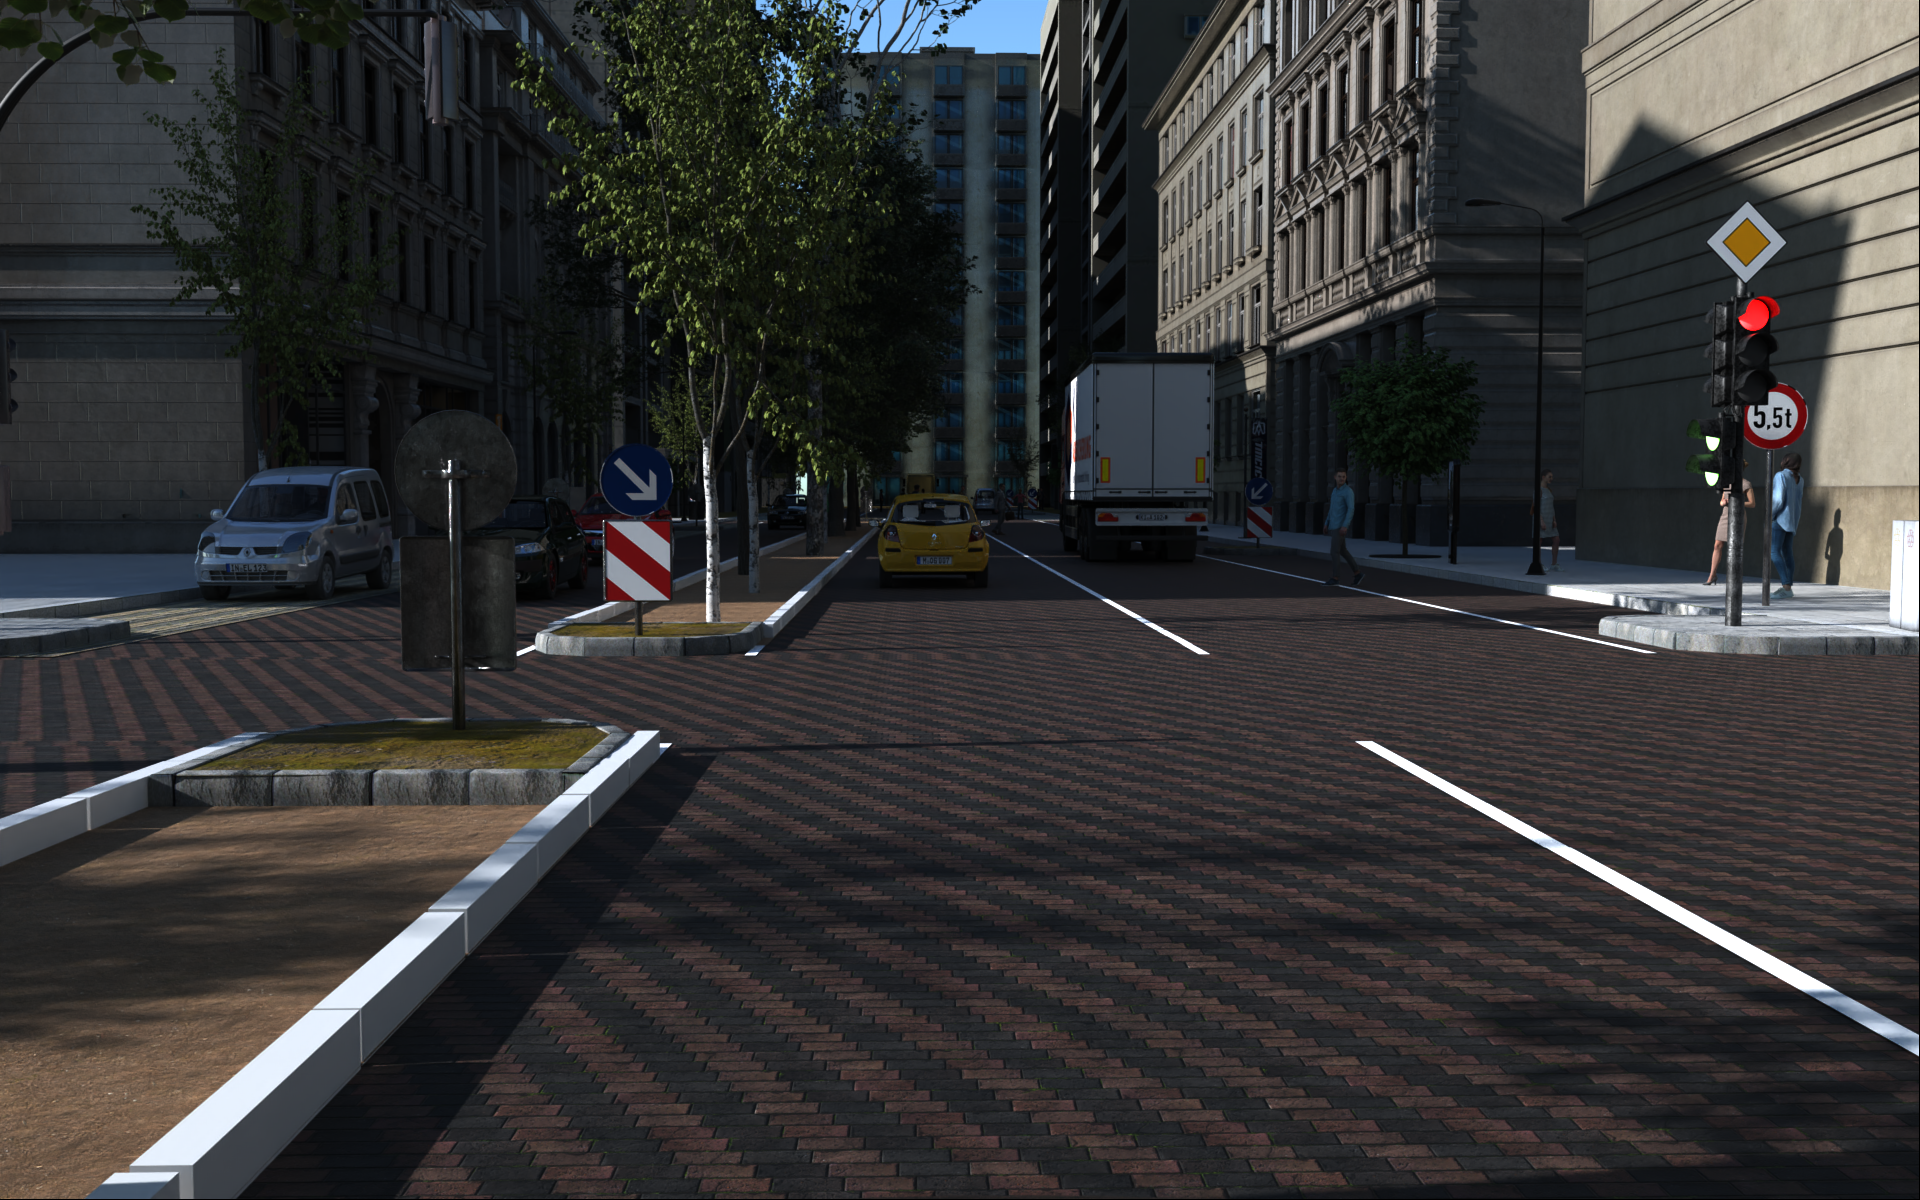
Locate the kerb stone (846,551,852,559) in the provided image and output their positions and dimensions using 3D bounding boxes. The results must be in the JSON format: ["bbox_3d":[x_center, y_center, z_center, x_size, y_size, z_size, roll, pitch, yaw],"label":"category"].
[{"bbox_3d":[-2.455,-0.909,37.130,0.120,0.150,1.000,0,4,-2],"label":"kerb stone"}]

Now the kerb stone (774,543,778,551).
[{"bbox_3d":[-4.718,-1.286,43.265,0.120,0.150,1.000,0,4,-2],"label":"kerb stone"}]

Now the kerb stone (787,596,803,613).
[{"bbox_3d":[-2.004,0.090,20.722,0.120,0.150,1.000,0,4,-2],"label":"kerb stone"}]

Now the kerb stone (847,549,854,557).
[{"bbox_3d":[-2.475,-0.976,38.156,0.120,0.150,1.000,0,4,-2],"label":"kerb stone"}]

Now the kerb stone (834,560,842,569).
[{"bbox_3d":[-2.311,-0.600,32.009,0.120,0.150,1.000,0,4,-2],"label":"kerb stone"}]

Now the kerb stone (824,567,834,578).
[{"bbox_3d":[-2.230,-0.407,28.930,0.120,0.150,1.000,0,4,-2],"label":"kerb stone"}]

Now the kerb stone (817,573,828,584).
[{"bbox_3d":[-2.177,-0.285,26.879,0.120,0.150,1.000,0,4,-2],"label":"kerb stone"}]

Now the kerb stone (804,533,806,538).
[{"bbox_3d":[-5.014,-1.975,54.517,0.120,0.150,1.000,0,4,-2],"label":"kerb stone"}]

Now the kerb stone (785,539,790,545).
[{"bbox_3d":[-4.828,-1.535,47.363,0.120,0.150,1.000,0,4,-2],"label":"kerb stone"}]

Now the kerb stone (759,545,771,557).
[{"bbox_3d":[-4.662,-1.163,41.213,0.120,0.150,1.000,0,4,-2],"label":"kerb stone"}]

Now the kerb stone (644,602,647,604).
[{"bbox_3d":[-4.161,-0.034,22.744,0.120,0.150,1.000,0,4,-2],"label":"kerb stone"}]

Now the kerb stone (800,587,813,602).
[{"bbox_3d":[-2.060,-0.035,22.766,0.120,0.150,1.000,0,4,-2],"label":"kerb stone"}]

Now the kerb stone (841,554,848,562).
[{"bbox_3d":[-2.391,-0.784,35.077,0.120,0.150,1.000,0,4,-2],"label":"kerb stone"}]

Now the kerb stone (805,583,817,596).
[{"bbox_3d":[-2.090,-0.098,23.793,0.120,0.150,1.000,0,4,-2],"label":"kerb stone"}]

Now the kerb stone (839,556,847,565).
[{"bbox_3d":[-2.358,-0.725,34.055,0.120,0.150,1.000,0,4,-2],"label":"kerb stone"}]

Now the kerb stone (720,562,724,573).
[{"bbox_3d":[-4.381,-0.532,30.942,0.120,0.150,1.000,0,4,-2],"label":"kerb stone"}]

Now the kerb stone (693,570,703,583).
[{"bbox_3d":[-4.299,-0.346,27.870,0.120,0.150,1.000,0,4,-2],"label":"kerb stone"}]

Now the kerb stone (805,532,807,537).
[{"bbox_3d":[-5.045,-2.039,55.538,0.120,0.150,1.000,0,4,-2],"label":"kerb stone"}]

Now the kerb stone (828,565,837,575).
[{"bbox_3d":[-2.260,-0.474,29.952,0.120,0.150,1.000,0,4,-2],"label":"kerb stone"}]

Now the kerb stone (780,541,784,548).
[{"bbox_3d":[-4.770,-1.412,45.316,0.120,0.150,1.000,0,4,-2],"label":"kerb stone"}]

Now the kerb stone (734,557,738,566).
[{"bbox_3d":[-4.466,-0.723,34.016,0.120,0.150,1.000,0,4,-2],"label":"kerb stone"}]

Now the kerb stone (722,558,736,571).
[{"bbox_3d":[-4.435,-0.660,32.986,0.120,0.150,1.000,0,4,-2],"label":"kerb stone"}]

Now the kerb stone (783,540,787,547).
[{"bbox_3d":[-4.792,-1.468,46.338,0.120,0.150,1.000,0,4,-2],"label":"kerb stone"}]

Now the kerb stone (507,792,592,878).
[{"bbox_3d":[-1.629,0.936,6.887,0.120,0.150,1.000,0,4,-2],"label":"kerb stone"}]

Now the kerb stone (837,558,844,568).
[{"bbox_3d":[-2.336,-0.660,33.032,0.120,0.150,1.000,0,4,-2],"label":"kerb stone"}]

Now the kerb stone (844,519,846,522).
[{"bbox_3d":[-5.996,-4.164,90.361,0.120,0.150,1.000,0,4,-2],"label":"kerb stone"}]

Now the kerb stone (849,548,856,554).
[{"bbox_3d":[-2.495,-1.038,39.179,0.120,0.150,1.000,0,4,-2],"label":"kerb stone"}]

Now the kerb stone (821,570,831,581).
[{"bbox_3d":[-2.196,-0.349,27.904,0.120,0.150,1.000,0,4,-2],"label":"kerb stone"}]

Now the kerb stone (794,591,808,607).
[{"bbox_3d":[-2.032,0.028,21.744,0.120,0.150,1.000,0,4,-2],"label":"kerb stone"}]

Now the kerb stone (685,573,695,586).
[{"bbox_3d":[-4.265,-0.280,26.846,0.120,0.150,1.000,0,4,-2],"label":"kerb stone"}]

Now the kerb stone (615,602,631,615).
[{"bbox_3d":[-4.100,0.092,20.687,0.120,0.150,1.000,0,4,-2],"label":"kerb stone"}]

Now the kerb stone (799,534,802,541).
[{"bbox_3d":[-4.963,-1.846,52.473,0.120,0.150,1.000,0,4,-2],"label":"kerb stone"}]

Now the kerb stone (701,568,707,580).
[{"bbox_3d":[-4.330,-0.410,28.894,0.120,0.150,1.000,0,4,-2],"label":"kerb stone"}]

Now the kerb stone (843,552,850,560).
[{"bbox_3d":[-2.415,-0.850,36.099,0.120,0.150,1.000,0,4,-2],"label":"kerb stone"}]

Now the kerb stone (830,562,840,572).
[{"bbox_3d":[-2.280,-0.538,30.985,0.120,0.150,1.000,0,4,-2],"label":"kerb stone"}]

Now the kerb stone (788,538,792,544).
[{"bbox_3d":[-4.848,-1.602,48.385,0.120,0.150,1.000,0,4,-2],"label":"kerb stone"}]

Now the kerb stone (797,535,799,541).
[{"bbox_3d":[-4.937,-1.789,51.451,0.120,0.150,1.000,0,4,-2],"label":"kerb stone"}]

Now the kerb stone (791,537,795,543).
[{"bbox_3d":[-4.883,-1.664,49.407,0.120,0.150,1.000,0,4,-2],"label":"kerb stone"}]

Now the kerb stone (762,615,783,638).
[{"bbox_3d":[-1.926,0.284,17.657,0.120,0.150,1.000,0,4,-2],"label":"kerb stone"}]

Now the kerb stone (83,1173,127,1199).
[{"bbox_3d":[-1.524,1.188,2.780,0.120,0.150,1.000,0,4,-2],"label":"kerb stone"}]

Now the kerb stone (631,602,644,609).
[{"bbox_3d":[-4.130,0.035,21.717,0.120,0.150,1.000,0,4,-2],"label":"kerb stone"}]

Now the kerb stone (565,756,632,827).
[{"bbox_3d":[-1.655,0.874,7.914,0.120,0.150,1.000,0,4,-2],"label":"kerb stone"}]

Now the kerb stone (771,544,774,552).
[{"bbox_3d":[-4.689,-1.226,42.243,0.120,0.150,1.000,0,4,-2],"label":"kerb stone"}]

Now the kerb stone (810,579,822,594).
[{"bbox_3d":[-2.109,-0.160,24.828,0.120,0.150,1.000,0,4,-2],"label":"kerb stone"}]

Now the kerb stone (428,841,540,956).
[{"bbox_3d":[-1.598,0.999,5.859,0.120,0.150,1.000,0,4,-2],"label":"kerb stone"}]

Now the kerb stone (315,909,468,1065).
[{"bbox_3d":[-1.571,1.065,4.833,0.120,0.150,1.000,0,4,-2],"label":"kerb stone"}]

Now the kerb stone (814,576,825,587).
[{"bbox_3d":[-2.141,-0.220,25.855,0.120,0.150,1.000,0,4,-2],"label":"kerb stone"}]

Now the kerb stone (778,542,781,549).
[{"bbox_3d":[-4.738,-1.351,44.290,0.120,0.150,1.000,0,4,-2],"label":"kerb stone"}]

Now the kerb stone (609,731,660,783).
[{"bbox_3d":[-1.682,0.817,8.936,0.120,0.150,1.000,0,4,-2],"label":"kerb stone"}]

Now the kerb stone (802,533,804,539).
[{"bbox_3d":[-4.988,-1.913,53.495,0.120,0.150,1.000,0,4,-2],"label":"kerb stone"}]

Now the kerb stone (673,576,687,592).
[{"bbox_3d":[-4.237,-0.214,25.824,0.120,0.150,1.000,0,4,-2],"label":"kerb stone"}]

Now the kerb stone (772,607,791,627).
[{"bbox_3d":[-1.950,0.216,18.678,0.120,0.150,1.000,0,4,-2],"label":"kerb stone"}]

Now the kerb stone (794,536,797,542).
[{"bbox_3d":[-4.906,-1.727,50.429,0.120,0.150,1.000,0,4,-2],"label":"kerb stone"}]

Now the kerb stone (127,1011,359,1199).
[{"bbox_3d":[-1.540,1.124,3.812,0.120,0.150,1.000,0,4,-2],"label":"kerb stone"}]

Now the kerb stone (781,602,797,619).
[{"bbox_3d":[-1.979,0.156,19.700,0.120,0.150,1.000,0,4,-2],"label":"kerb stone"}]
